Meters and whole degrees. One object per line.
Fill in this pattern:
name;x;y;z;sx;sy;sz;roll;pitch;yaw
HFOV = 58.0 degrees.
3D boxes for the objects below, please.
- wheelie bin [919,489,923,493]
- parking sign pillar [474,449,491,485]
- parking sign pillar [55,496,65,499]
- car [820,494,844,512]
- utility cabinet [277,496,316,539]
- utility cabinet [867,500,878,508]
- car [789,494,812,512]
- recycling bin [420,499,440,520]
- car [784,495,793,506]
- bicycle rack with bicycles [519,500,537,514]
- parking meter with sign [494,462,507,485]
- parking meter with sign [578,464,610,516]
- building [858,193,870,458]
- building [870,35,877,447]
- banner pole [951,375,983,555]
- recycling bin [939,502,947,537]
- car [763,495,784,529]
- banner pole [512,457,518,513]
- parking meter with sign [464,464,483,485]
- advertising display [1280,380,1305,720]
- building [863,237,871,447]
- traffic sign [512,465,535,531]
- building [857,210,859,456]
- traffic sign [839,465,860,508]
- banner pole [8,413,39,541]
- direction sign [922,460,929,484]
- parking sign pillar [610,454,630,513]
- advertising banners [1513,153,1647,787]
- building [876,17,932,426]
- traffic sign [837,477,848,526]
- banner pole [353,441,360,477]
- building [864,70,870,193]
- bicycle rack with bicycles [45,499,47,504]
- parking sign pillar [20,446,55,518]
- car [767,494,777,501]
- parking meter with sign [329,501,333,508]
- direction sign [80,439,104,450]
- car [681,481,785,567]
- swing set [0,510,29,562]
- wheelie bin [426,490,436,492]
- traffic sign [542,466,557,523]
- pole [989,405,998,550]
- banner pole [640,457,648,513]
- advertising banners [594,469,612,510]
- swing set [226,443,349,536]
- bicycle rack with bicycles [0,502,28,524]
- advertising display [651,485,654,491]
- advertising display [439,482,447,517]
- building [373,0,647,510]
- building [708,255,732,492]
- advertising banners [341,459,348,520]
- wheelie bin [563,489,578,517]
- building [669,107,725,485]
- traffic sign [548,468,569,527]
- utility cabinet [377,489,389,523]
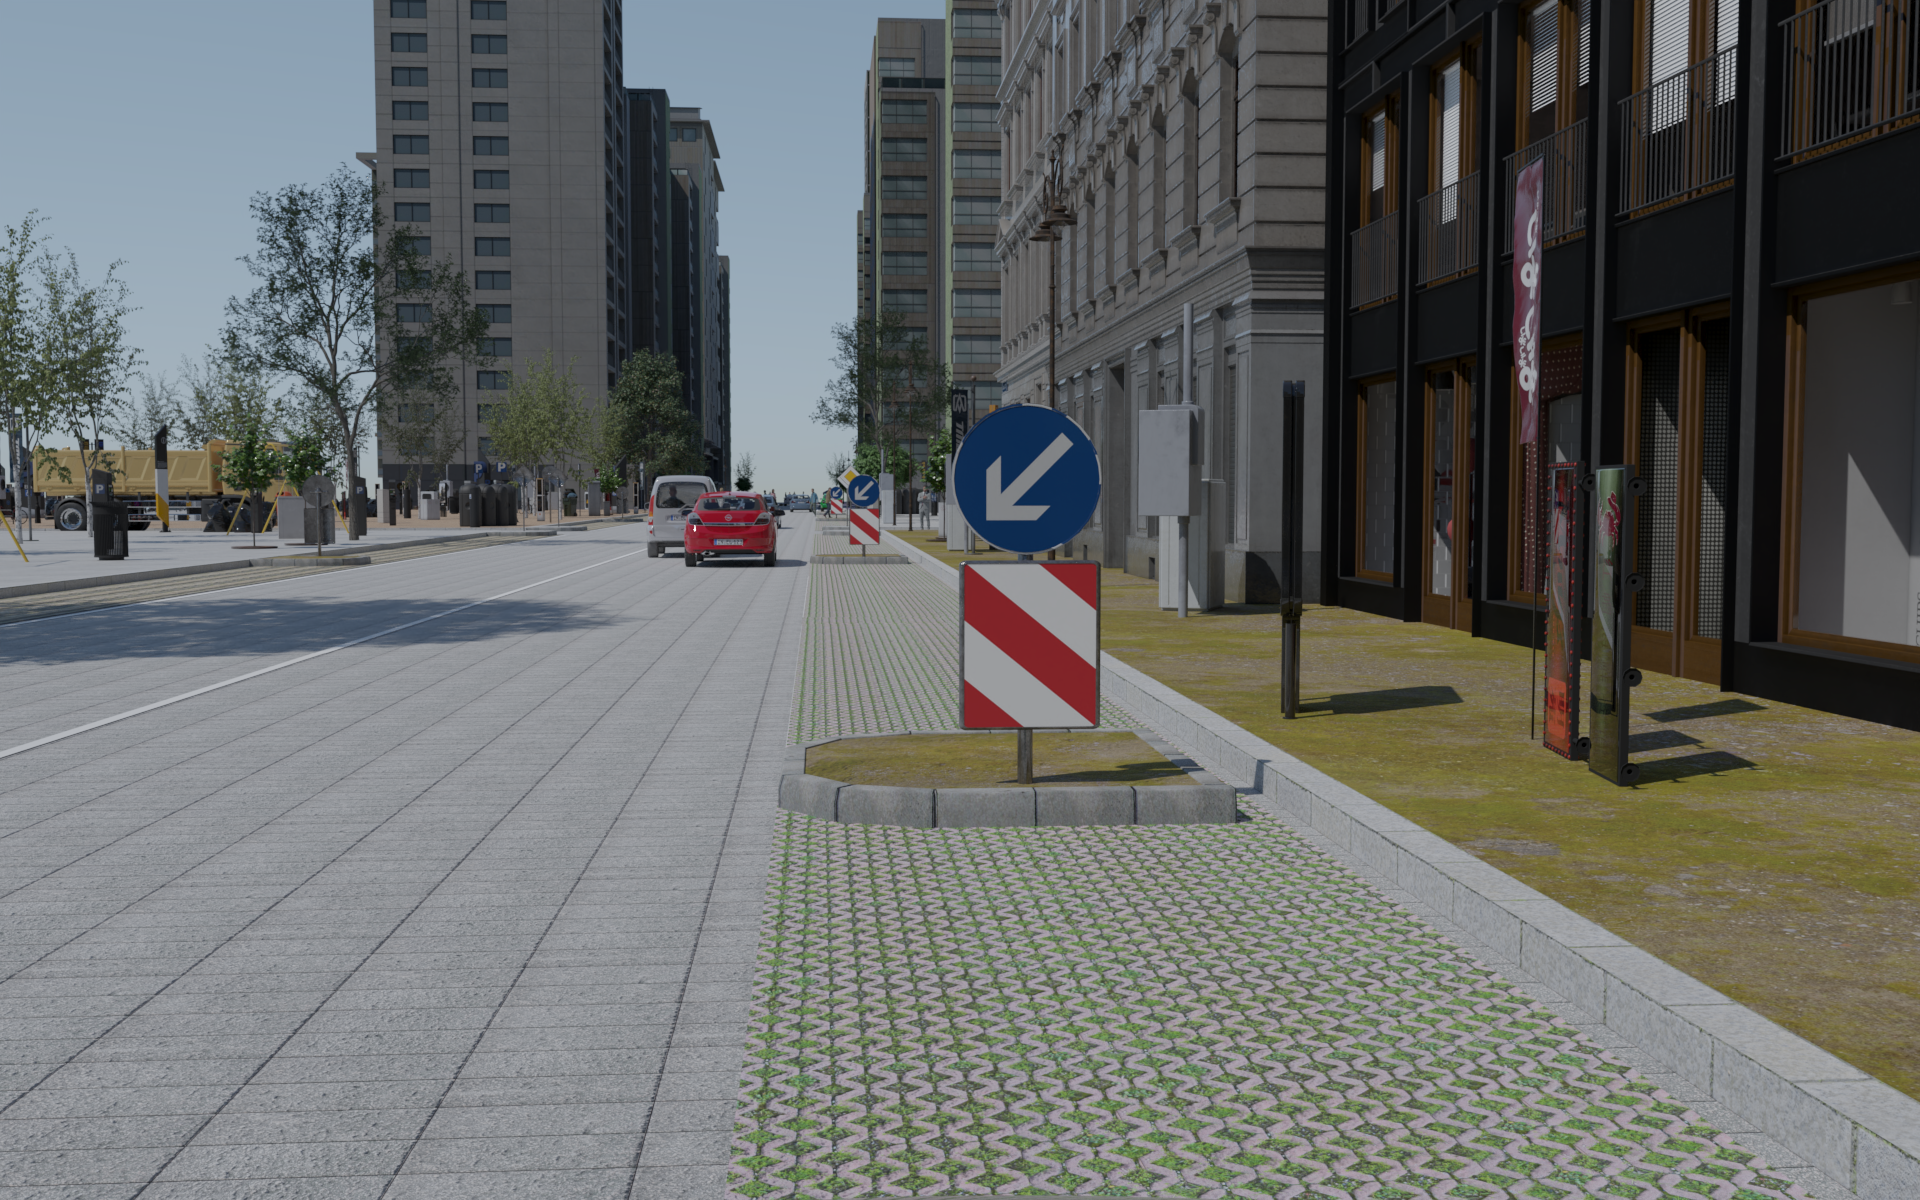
wheelie bin;-2.559;-6.399;112.536;0.980;1.594;0.693;0;4;7
parking sign pillar;-28.300;-6.983;102.641;1.447;3.967;1.447;-3;5;-42
parking sign pillar;-65.379;-8.358;125.132;1.447;3.967;1.447;1;4;10
car;-10.410;-8.059;140.554;1.959;1.807;4.718;0;4;-4
utility cabinet;-19.069;-2.364;49.818;1.020;1.237;0.306;-2;4;-25
utility cabinet;-4.533;-4.995;90.345;0.318;1.500;1.173;-1;4;-17
car;-12.584;-7.658;137.218;2.014;1.417;4.499;0;4;-5
recycling bin;-26.268;-4.485;85.878;0.722;1.027;0.722;-3;5;-43
car;-20.163;-11.951;207.763;2.083;1.381;4.827;0;4;-3
bicycle rack with bicycles;-27.582;-5.855;109.113;2.852;0.926;2.925;-2;4;-24
parking meter with sign;-25.304;-6.047;95.128;0.543;3.016;1.738;-2;4;-24
parking meter with sign;-21.127;-6.349;100.070;1.738;3.016;0.543;-1;4;-16
building;-6.263;-33.881;237.551;14.154;41.232;14.086;0;4;-5
building;-1.586;-31.666;167.848;14.600;45.320;14.200;0;4;-5
banner pole;0.114;-2.842;36.481;0.863;3.779;0.401;-3;5;-41
recycling bin;-0.185;-2.426;52.215;0.722;1.027;0.722;2;4;24
car;-8.400;-3.699;72.475;2.014;1.417;4.499;0;4;-4
banner pole;-29.624;-7.666;115.349;0.401;3.779;0.863;1;4;16
parking meter with sign;-28.197;-6.335;99.842;1.738;3.016;0.543;3;5;43
advertising display;1.963;-0.308;10.244;0.123;1.923;0.974;1;4;11
building;-3.975;-25.982;196.502;14.160;30.474;14.107;0;4;-5
traffic sign;-15.025;-3.425;59.642;0.795;2.450;0.064;0;4;-5
building;-7.937;-34.736;251.521;14.154;41.232;14.086;0;4;-5
traffic sign;-3.816;-3.479;60.530;0.795;2.450;0.064;0;4;-5
banner pole;-25.578;-3.498;47.205;0.863;3.779;0.401;1;4;15
direction sign;-2.250;-7.583;115.983;0.876;3.537;0.379;3;5;43
parking sign pillar;-23.047;-7.868;117.108;1.447;3.967;1.447;1;4;20
advertising banners;2.962;-0.749;8.436;0.090;3.025;2.074;0;4;4
building;-0.423;-28.731;153.345;14.154;41.232;14.086;0;4;-5
traffic sign;-4.463;-3.966;68.489;0.795;2.450;0.064;0;4;-5
banner pole;-28.493;-5.619;81.880;0.401;3.779;0.863;0;4;4
building;-7.784;-52.226;292.138;20.563;71.187;20.611;0;4;-5
bicycle rack with bicycles;-62.885;-6.472;119.192;2.852;0.926;2.925;-3;4;-39
parking sign pillar;-49.172;-6.305;91.560;1.447;3.967;1.447;0;4;1
car;-26.736;-14.157;243.463;2.014;1.417;4.499;0;4;-3
parking meter with sign;-40.069;-6.941;109.749;0.543;3.016;1.738;0;4;-6
direction sign;-35.623;-4.842;71.166;0.876;3.537;0.379;-2;4;-31
car;-4.677;-1.626;35.626;2.155;1.783;4.494;0;4;-5
swing set;-18.492;-2.022;30.688;2.862;2.851;3.119;-1;4;-16
wheelie bin;-37.354;-7.003;122.405;0.980;1.594;0.693;-1;4;-10
traffic sign;-18.364;-4.740;77.610;0.768;2.556;0.104;0;4;3
pole;0.775;-2.807;39.742;0.158;3.312;0.155;0;3;0
banner pole;-21.598;-7.827;117.994;0.401;3.779;0.863;-3;5;-40
advertising banners;-24.657;-7.671;121.612;2.074;3.025;0.090;-1;4;-21
swing set;-21.311;-3.500;54.840;2.862;2.851;3.119;0;4;-1
bicycle rack with bicycles;-41.259;-3.634;72.794;2.925;0.926;2.852;1;4;9
advertising display;-22.506;-7.521;128.186;0.123;1.923;0.974;2;4;29
advertising display;-28.857;-5.596;96.712;0.123;1.923;0.974;-3;4;-36
building;-37.868;-43.571;150.640;20.563;71.187;20.611;0;4;-5
building;-45.538;-36.968;288.027;14.154;41.232;14.086;0;4;-5
advertising banners;-30.664;-5.511;86.292;0.090;3.025;2.074;-2;4;-27
wheelie bin;-22.124;-5.526;98.263;0.980;1.594;0.693;2;4;30
building;-47.995;-39.748;239.123;28.713;52.752;27.495;0;4;-5
traffic sign;-15.672;-3.912;67.601;0.795;2.450;0.064;0;4;-5
utility cabinet;-25.424;-4.143;76.413;0.318;1.500;1.173;-2;4;-30
